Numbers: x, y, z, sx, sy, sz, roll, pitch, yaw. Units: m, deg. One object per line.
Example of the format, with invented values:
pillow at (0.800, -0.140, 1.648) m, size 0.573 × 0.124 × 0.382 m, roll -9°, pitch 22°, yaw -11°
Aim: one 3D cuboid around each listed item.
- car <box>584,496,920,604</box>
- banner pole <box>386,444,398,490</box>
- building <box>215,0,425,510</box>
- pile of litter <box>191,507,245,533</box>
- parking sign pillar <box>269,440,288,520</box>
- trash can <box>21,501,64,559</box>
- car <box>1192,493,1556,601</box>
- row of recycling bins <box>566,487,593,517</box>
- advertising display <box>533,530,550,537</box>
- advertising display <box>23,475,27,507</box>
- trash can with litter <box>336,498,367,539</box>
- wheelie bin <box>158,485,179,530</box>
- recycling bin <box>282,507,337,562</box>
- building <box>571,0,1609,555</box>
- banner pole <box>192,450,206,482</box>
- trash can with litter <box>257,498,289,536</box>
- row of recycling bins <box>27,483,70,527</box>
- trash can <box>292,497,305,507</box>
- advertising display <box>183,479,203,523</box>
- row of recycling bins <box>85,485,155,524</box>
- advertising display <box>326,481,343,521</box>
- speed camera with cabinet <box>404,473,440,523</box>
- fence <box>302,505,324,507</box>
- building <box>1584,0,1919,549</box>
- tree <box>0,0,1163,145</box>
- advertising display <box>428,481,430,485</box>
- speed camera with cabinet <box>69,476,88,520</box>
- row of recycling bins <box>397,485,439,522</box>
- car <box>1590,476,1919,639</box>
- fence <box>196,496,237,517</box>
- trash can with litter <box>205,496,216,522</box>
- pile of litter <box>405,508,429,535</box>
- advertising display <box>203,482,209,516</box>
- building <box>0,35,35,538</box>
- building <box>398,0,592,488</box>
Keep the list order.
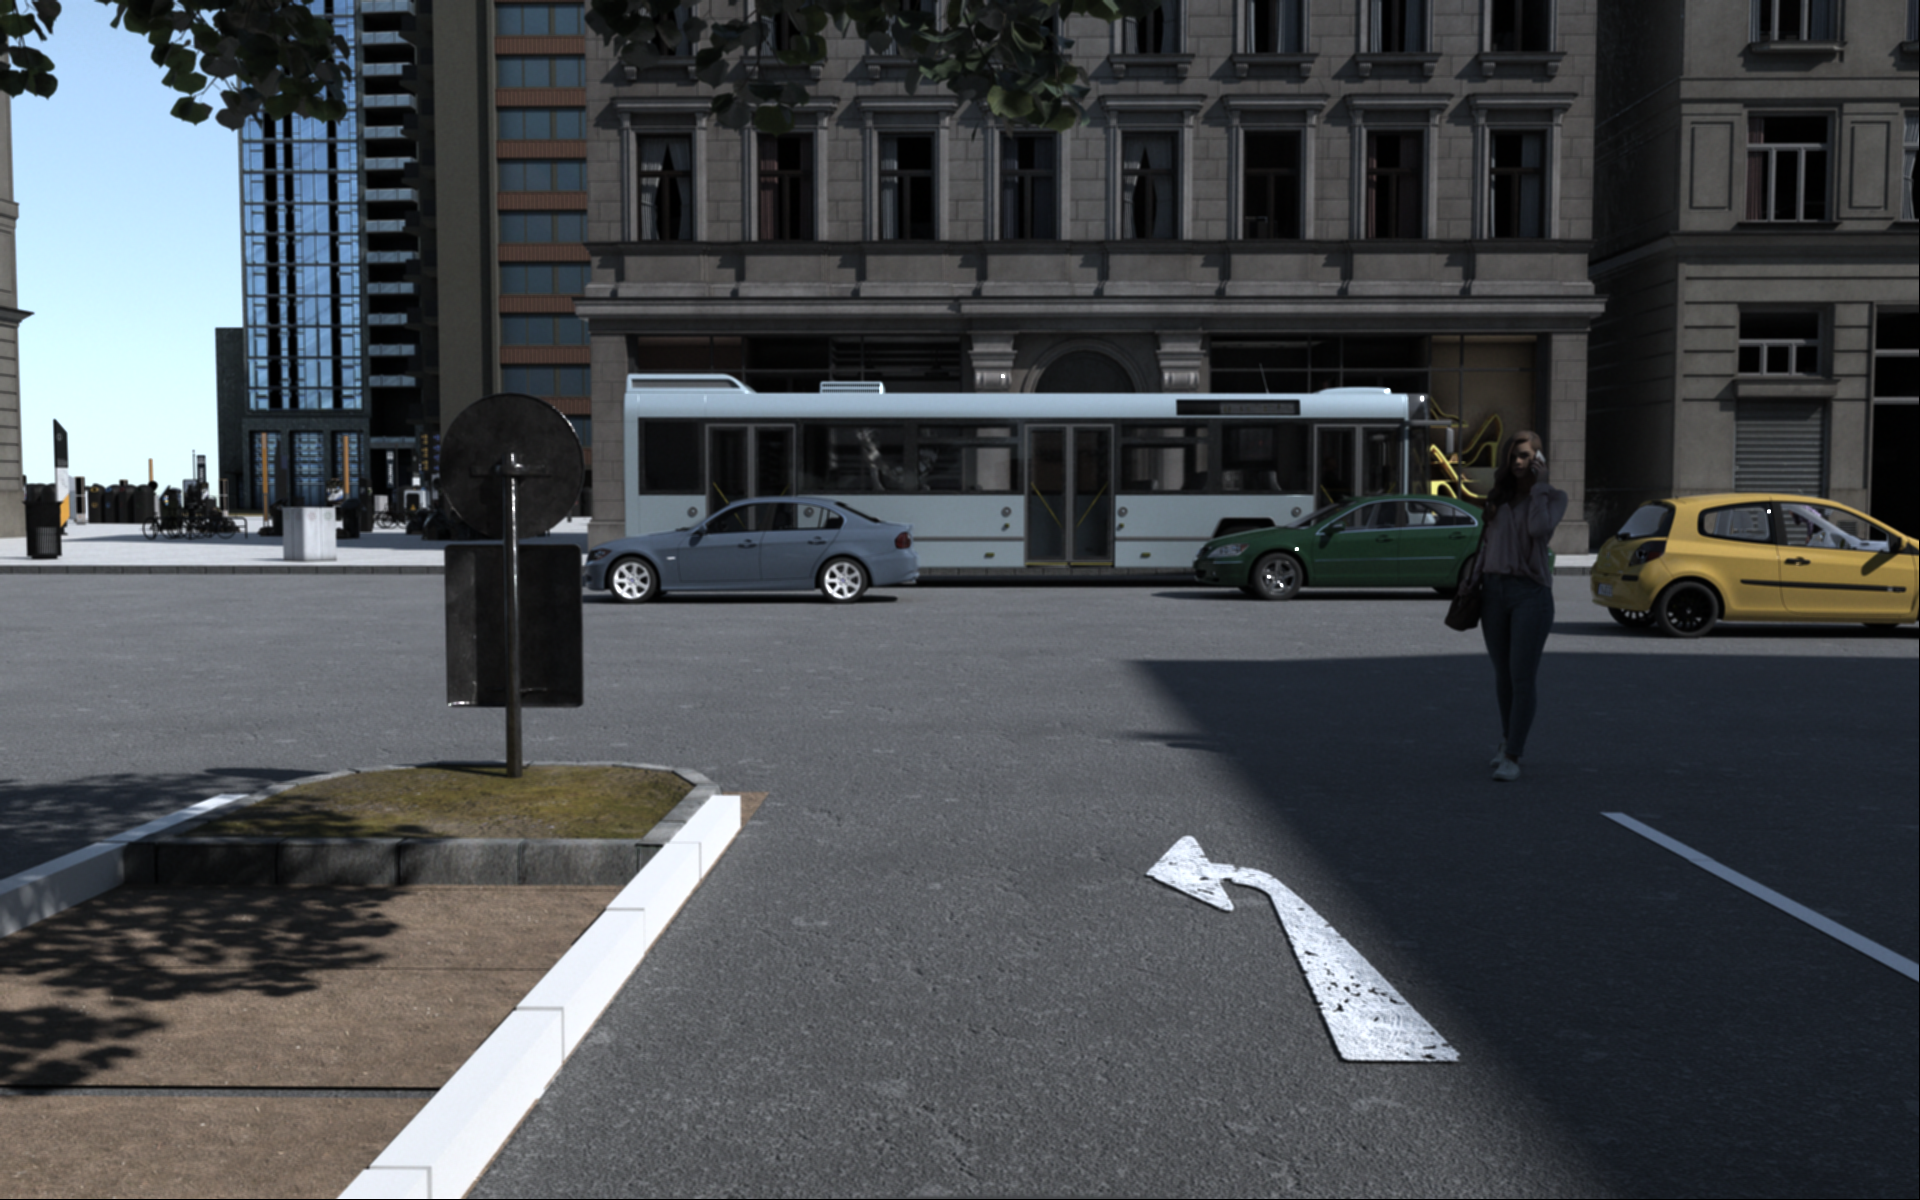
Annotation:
car at (-2.786, -0.696, 23.379) m, size 4.499 × 1.417 × 2.014 m, roll 0°, pitch 4°, yaw 0°
banner pole at (-28.297, -5.900, 86.479) m, size 0.401 × 3.779 × 0.863 m, roll 2°, pitch 4°, yaw 34°
building at (-48.151, -51.212, 149.994) m, size 31.000 × 86.520 × 22.319 m, roll 0°, pitch 4°, yaw 1°
pile of litter at (-24.823, -2.676, 57.716) m, size 1.719 × 0.858 × 1.176 m, roll 0°, pitch 4°, yaw -6°
parking sign pillar at (-34.297, -6.054, 87.453) m, size 1.447 × 3.967 × 1.447 m, roll -2°, pitch 4°, yaw -29°
trash can at (-18.075, -1.377, 34.161) m, size 0.748 × 1.137 × 0.748 m, roll 0°, pitch 3°, yaw 0°
car at (5.695, -0.751, 24.071) m, size 4.920 × 1.459 × 2.131 m, roll 0°, pitch 4°, yaw -1°
row of recycling bins at (-21.945, -5.463, 96.440) m, size 3.534 × 1.692 × 1.069 m, roll -3°, pitch 5°, yaw -44°
advertising display at (-12.596, -2.863, 52.019) m, size 0.123 × 1.923 × 0.974 m, roll 1°, pitch 4°, yaw 18°
advertising display at (-31.675, -3.250, 58.355) m, size 0.123 × 1.923 × 0.974 m, roll -1°, pitch 4°, yaw -9°
trash can with litter at (-17.585, -2.353, 49.865) m, size 0.624 × 1.170 × 1.055 m, roll 0°, pitch 4°, yaw 5°
wheelie bin at (-28.343, -3.312, 62.063) m, size 0.693 × 1.594 × 0.980 m, roll -2°, pitch 4°, yaw -30°
recycling bin at (-12.487, -1.266, 33.252) m, size 0.722 × 1.027 × 0.722 m, roll 2°, pitch 4°, yaw 35°
building at (-6.491, -11.608, 40.696) m, size 40.483 × 20.767 × 10.553 m, roll 0°, pitch 4°, yaw 1°
banner pole at (-43.067, -6.604, 97.984) m, size 0.863 × 3.779 × 0.401 m, roll -1°, pitch 4°, yaw -9°
trash can with litter at (-20.936, -2.530, 52.759) m, size 1.055 × 1.170 × 0.624 m, roll 1°, pitch 4°, yaw 16°
row of recycling bins at (-36.156, -3.721, 67.946) m, size 3.534 × 1.692 × 1.069 m, roll 3°, pitch 5°, yaw 41°
trash can at (-36.652, -5.158, 95.984) m, size 0.748 × 1.137 × 0.748 m, roll 0°, pitch 3°, yaw 0°
advertising display at (-33.763, -4.335, 76.099) m, size 0.974 × 1.923 × 0.123 m, roll 2°, pitch 4°, yaw 30°
row of recycling bins at (-36.594, -4.188, 75.582) m, size 3.534 × 1.692 × 1.069 m, roll 1°, pitch 4°, yaw 22°
advertising display at (-29.766, -4.742, 82.743) m, size 0.974 × 1.923 × 0.123 m, roll 0°, pitch 4°, yaw 0°
speed camera with cabinet at (-23.450, -5.011, 76.269) m, size 2.038 × 3.252 × 0.660 m, roll 1°, pitch 4°, yaw 15°
fence at (-34.687, -4.796, 93.790) m, size 0.278 × 0.683 × 2.069 m, roll 3°, pitch 5°, yaw 40°
building at (29.202, -12.793, 42.455) m, size 30.059 × 22.955 × 16.112 m, roll 0°, pitch 4°, yaw 1°
tree at (-1.684, -5.670, 1.824) m, size 9.857 × 13.997 × 8.962 m, roll 0°, pitch 3°, yaw 0°
advertising display at (-25.560, -4.842, 84.380) m, size 0.123 × 1.923 × 0.974 m, roll 1°, pitch 4°, yaw 20°
speed camera with cabinet at (-44.767, -5.698, 87.506) m, size 2.038 × 3.252 × 0.660 m, roll 3°, pitch 5°, yaw 39°
row of recycling bins at (-25.258, -4.557, 81.623) m, size 1.069 × 1.692 × 3.534 m, roll 1°, pitch 4°, yaw 20°
car at (8.654, -0.468, 17.871) m, size 3.980 × 1.641 × 2.015 m, roll 0°, pitch 4°, yaw 3°
fence at (-39.923, -4.992, 92.819) m, size 2.264 × 1.192 × 0.480 m, roll -2°, pitch 4°, yaw -31°
trash can with litter at (-28.791, -3.340, 65.673) m, size 1.678 × 1.210 × 2.233 m, roll 1°, pitch 4°, yaw 22°
pile of litter at (-16.918, -2.522, 55.192) m, size 1.719 × 0.858 × 1.176 m, roll -3°, pitch 4°, yaw -37°
advertising display at (-41.847, -5.545, 95.873) m, size 0.123 × 1.923 × 0.974 m, roll 0°, pitch 3°, yaw 0°
building at (-42.150, -12.879, 43.860) m, size 30.059 × 22.955 × 16.112 m, roll 0°, pitch 4°, yaw 1°
building at (-23.732, -28.067, 113.521) m, size 22.147 × 44.769 × 28.867 m, roll 0°, pitch 4°, yaw 1°
